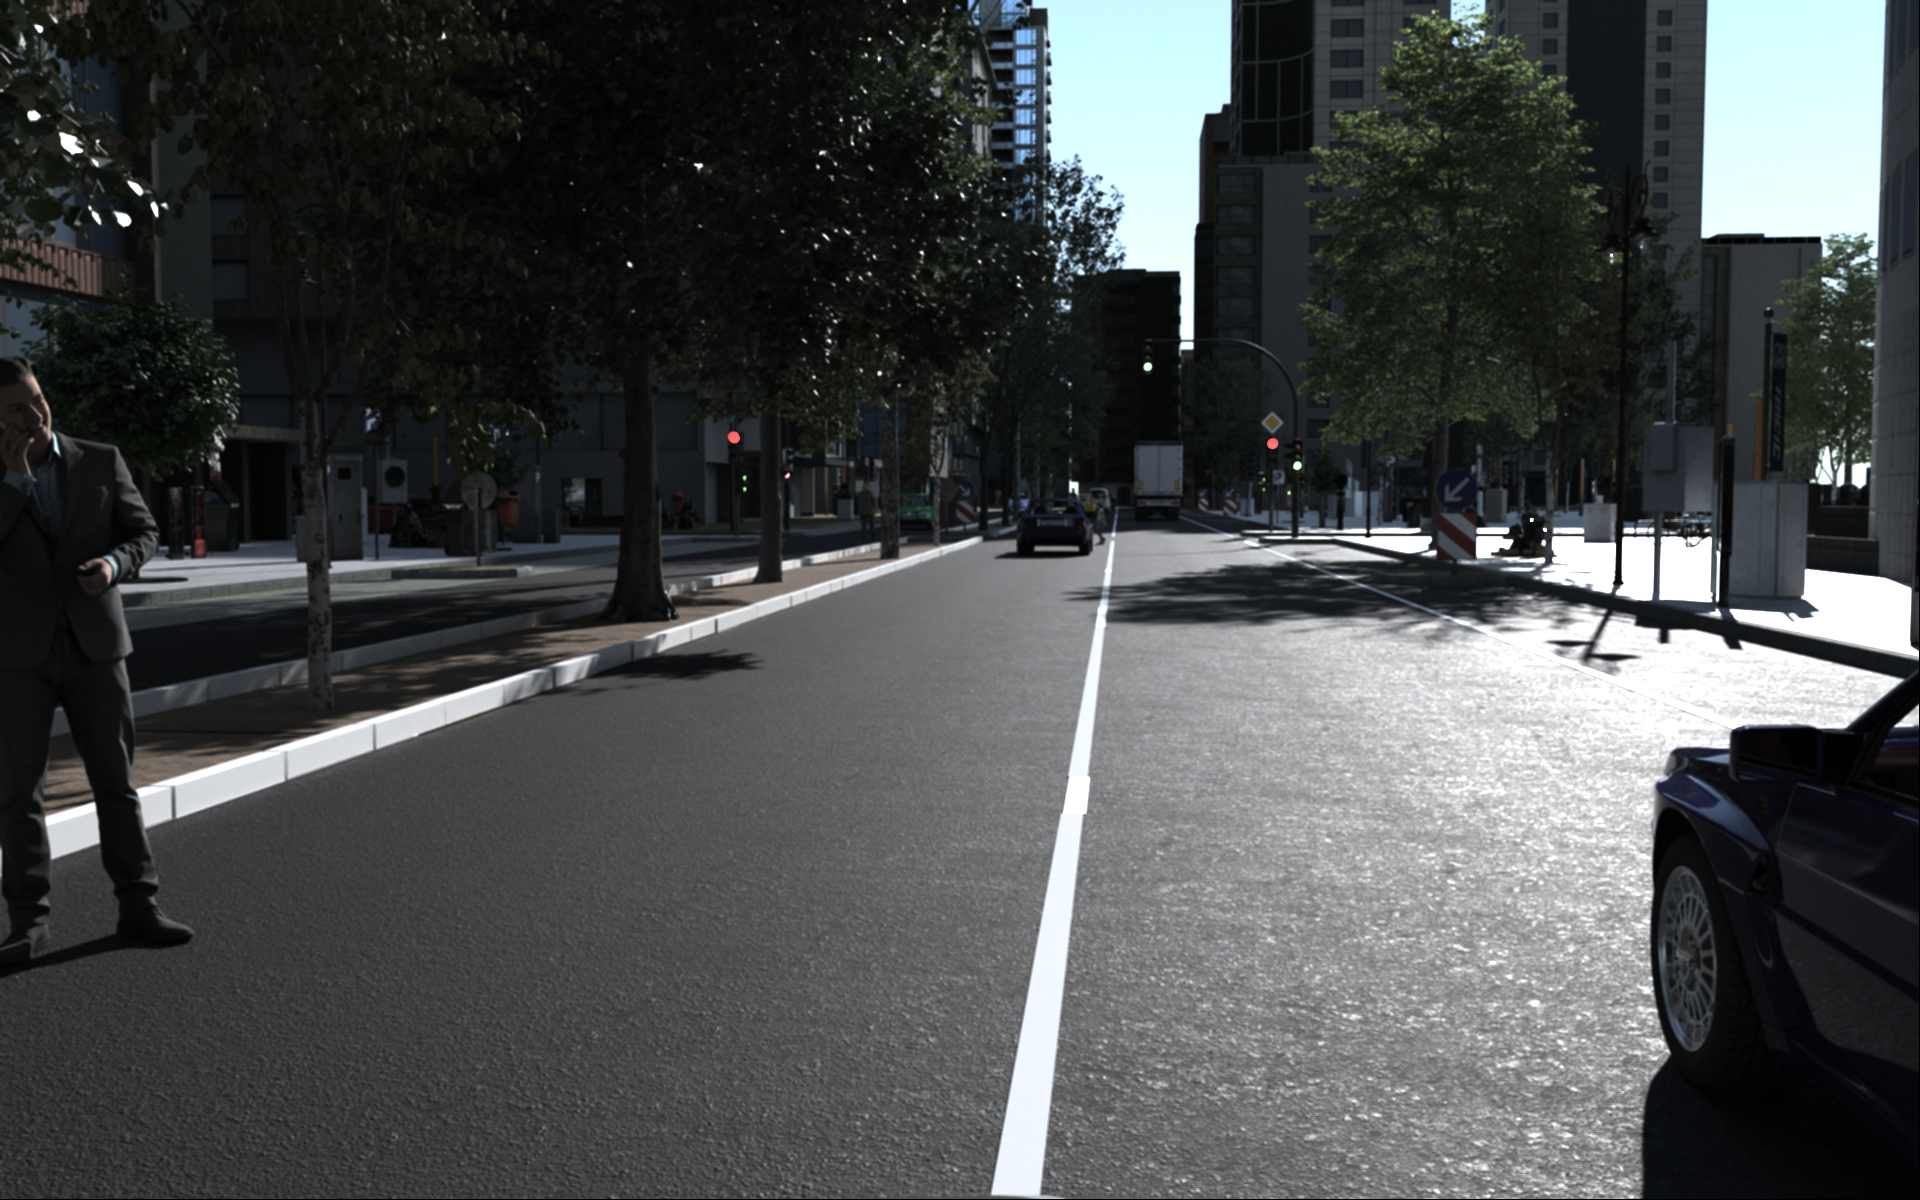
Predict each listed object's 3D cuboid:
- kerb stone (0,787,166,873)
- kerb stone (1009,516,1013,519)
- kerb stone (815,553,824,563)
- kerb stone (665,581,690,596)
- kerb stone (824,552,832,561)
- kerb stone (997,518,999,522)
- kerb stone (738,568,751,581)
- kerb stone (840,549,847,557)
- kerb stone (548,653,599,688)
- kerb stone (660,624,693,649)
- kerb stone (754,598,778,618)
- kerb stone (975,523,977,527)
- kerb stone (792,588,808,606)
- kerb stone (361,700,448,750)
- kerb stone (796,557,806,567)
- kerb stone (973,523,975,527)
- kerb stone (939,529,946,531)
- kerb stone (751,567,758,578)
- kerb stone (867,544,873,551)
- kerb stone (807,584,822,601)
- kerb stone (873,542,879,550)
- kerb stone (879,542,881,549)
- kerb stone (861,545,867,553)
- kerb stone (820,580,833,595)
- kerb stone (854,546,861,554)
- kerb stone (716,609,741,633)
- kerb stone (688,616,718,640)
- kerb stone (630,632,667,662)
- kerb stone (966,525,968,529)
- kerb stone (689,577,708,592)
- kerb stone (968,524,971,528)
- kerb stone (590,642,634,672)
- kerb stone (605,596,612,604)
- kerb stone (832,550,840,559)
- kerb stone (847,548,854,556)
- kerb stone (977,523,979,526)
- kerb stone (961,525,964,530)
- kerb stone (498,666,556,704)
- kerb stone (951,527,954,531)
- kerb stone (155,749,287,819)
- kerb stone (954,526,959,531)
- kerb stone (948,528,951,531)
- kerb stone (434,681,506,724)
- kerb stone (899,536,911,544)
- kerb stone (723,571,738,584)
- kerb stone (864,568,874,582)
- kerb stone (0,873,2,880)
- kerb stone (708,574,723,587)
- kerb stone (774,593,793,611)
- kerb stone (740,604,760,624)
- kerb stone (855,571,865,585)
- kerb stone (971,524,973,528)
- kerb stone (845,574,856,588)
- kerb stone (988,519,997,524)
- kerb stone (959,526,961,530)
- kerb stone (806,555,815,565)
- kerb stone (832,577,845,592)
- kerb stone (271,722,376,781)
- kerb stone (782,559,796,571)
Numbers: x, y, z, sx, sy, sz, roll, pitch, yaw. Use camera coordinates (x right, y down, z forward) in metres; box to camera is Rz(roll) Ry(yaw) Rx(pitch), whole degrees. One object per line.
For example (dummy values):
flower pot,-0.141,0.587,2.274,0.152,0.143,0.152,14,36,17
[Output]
kerb stone,-3.564,0.925,7.107,0.120,0.150,1.000,0,4,5
kerb stone,3.139,-4.929,102.778,0.120,0.150,1.000,0,4,5
kerb stone,-3.017,-0.839,35.913,0.120,0.150,1.000,0,4,5
kerb stone,-4.058,-0.146,24.664,0.120,0.150,1.000,0,4,5
kerb stone,-2.929,-0.901,36.931,0.120,0.150,1.000,0,4,5
kerb stone,1.724,-3.993,87.481,0.120,0.150,1.000,0,4,5
kerb stone,-3.678,-0.399,28.780,0.120,0.150,1.000,0,4,5
kerb stone,-2.747,-1.027,38.983,0.120,0.150,1.000,0,4,5
kerb stone,-2.991,0.547,13.255,0.120,0.150,1.000,0,4,5
kerb stone,-2.720,0.359,16.329,0.120,0.150,1.000,0,4,5
kerb stone,-2.339,0.109,20.416,0.120,0.150,1.000,0,4,5
kerb stone,0.507,-3.179,74.197,0.120,0.150,1.000,0,4,5
kerb stone,-2.148,-0.014,22.453,0.120,0.150,1.000,0,4,5
kerb stone,-3.278,0.735,10.180,0.120,0.150,1.000,0,4,5
kerb stone,-3.203,-0.715,33.878,0.120,0.150,1.000,0,4,5
kerb stone,0.415,-3.116,73.178,0.120,0.150,1.000,0,4,5
kerb stone,-0.619,-2.431,61.935,0.120,0.150,1.000,0,4,5
kerb stone,-3.582,-0.465,29.797,0.120,0.150,1.000,0,4,5
kerb stone,-2.365,-1.276,43.064,0.120,0.150,1.000,0,4,5
kerb stone,-2.051,-0.078,23.471,0.120,0.150,1.000,0,4,5
kerb stone,-2.263,-1.339,44.087,0.120,0.150,1.000,0,4,5
kerb stone,-2.171,-1.401,45.105,0.120,0.150,1.000,0,4,5
kerb stone,-2.451,-1.214,42.046,0.120,0.150,1.000,0,4,5
kerb stone,-1.973,-0.140,24.491,0.120,0.150,1.000,0,4,5
kerb stone,-2.549,-1.152,41.027,0.120,0.150,1.000,0,4,5
kerb stone,-2.515,0.234,18.364,0.120,0.150,1.000,0,4,5
kerb stone,-2.623,0.297,17.348,0.120,0.150,1.000,0,4,5
kerb stone,-2.800,0.424,15.302,0.120,0.150,1.000,0,4,5
kerb stone,0.119,-2.930,70.108,0.120,0.150,1.000,0,4,5
kerb stone,-3.956,-0.214,25.688,0.120,0.150,1.000,0,4,5
kerb stone,0.228,-2.993,71.135,0.120,0.150,1.000,0,4,5
kerb stone,-2.911,0.485,14.274,0.120,0.150,1.000,0,4,5
kerb stone,-4.340,0.039,21.607,0.120,0.150,1.000,0,4,5
kerb stone,-2.827,-0.962,37.948,0.120,0.150,1.000,0,4,5
kerb stone,-2.641,-1.088,40.003,0.120,0.150,1.000,0,4,5
kerb stone,0.597,-3.237,75.221,0.120,0.150,1.000,0,4,5
kerb stone,-0.060,-2.806,68.067,0.120,0.150,1.000,0,4,5
kerb stone,-3.096,0.612,12.236,0.120,0.150,1.000,0,4,5
kerb stone,-0.437,-2.555,63.971,0.120,0.150,1.000,0,4,5
kerb stone,-3.466,0.861,8.124,0.120,0.150,1.000,0,4,5
kerb stone,-0.250,-2.680,66.022,0.120,0.150,1.000,0,4,5
kerb stone,-0.535,-2.493,62.953,0.120,0.150,1.000,0,4,5
kerb stone,-3.190,0.672,11.206,0.120,0.150,1.000,0,4,5
kerb stone,-1.619,-1.776,51.227,0.120,0.150,1.000,0,4,5
kerb stone,-3.760,-0.339,27.736,0.120,0.150,1.000,0,4,5
kerb stone,-1.588,-0.390,28.576,0.120,0.150,1.000,0,4,5
kerb stone,-3.657,0.985,6.089,0.120,0.150,1.000,0,4,5
kerb stone,-3.862,-0.276,26.720,0.120,0.150,1.000,0,4,5
kerb stone,-2.250,0.046,21.436,0.120,0.150,1.000,0,4,5
kerb stone,-2.431,0.179,19.388,0.120,0.150,1.000,0,4,5
kerb stone,-1.678,-0.328,27.555,0.120,0.150,1.000,0,4,5
kerb stone,0.320,-3.056,72.158,0.120,0.150,1.000,0,4,5
kerb stone,-1.773,-0.266,26.537,0.120,0.150,1.000,0,4,5
kerb stone,1.637,-3.929,86.458,0.120,0.150,1.000,0,4,5
kerb stone,-0.153,-2.743,67.046,0.120,0.150,1.000,0,4,5
kerb stone,-3.120,-0.777,34.896,0.120,0.150,1.000,0,4,5
kerb stone,-1.874,-0.203,25.512,0.120,0.150,1.000,0,4,5
kerb stone,-3.374,0.798,9.156,0.120,0.150,1.000,0,4,5
kerb stone,-3.303,-0.652,32.858,0.120,0.150,1.000,0,4,5
